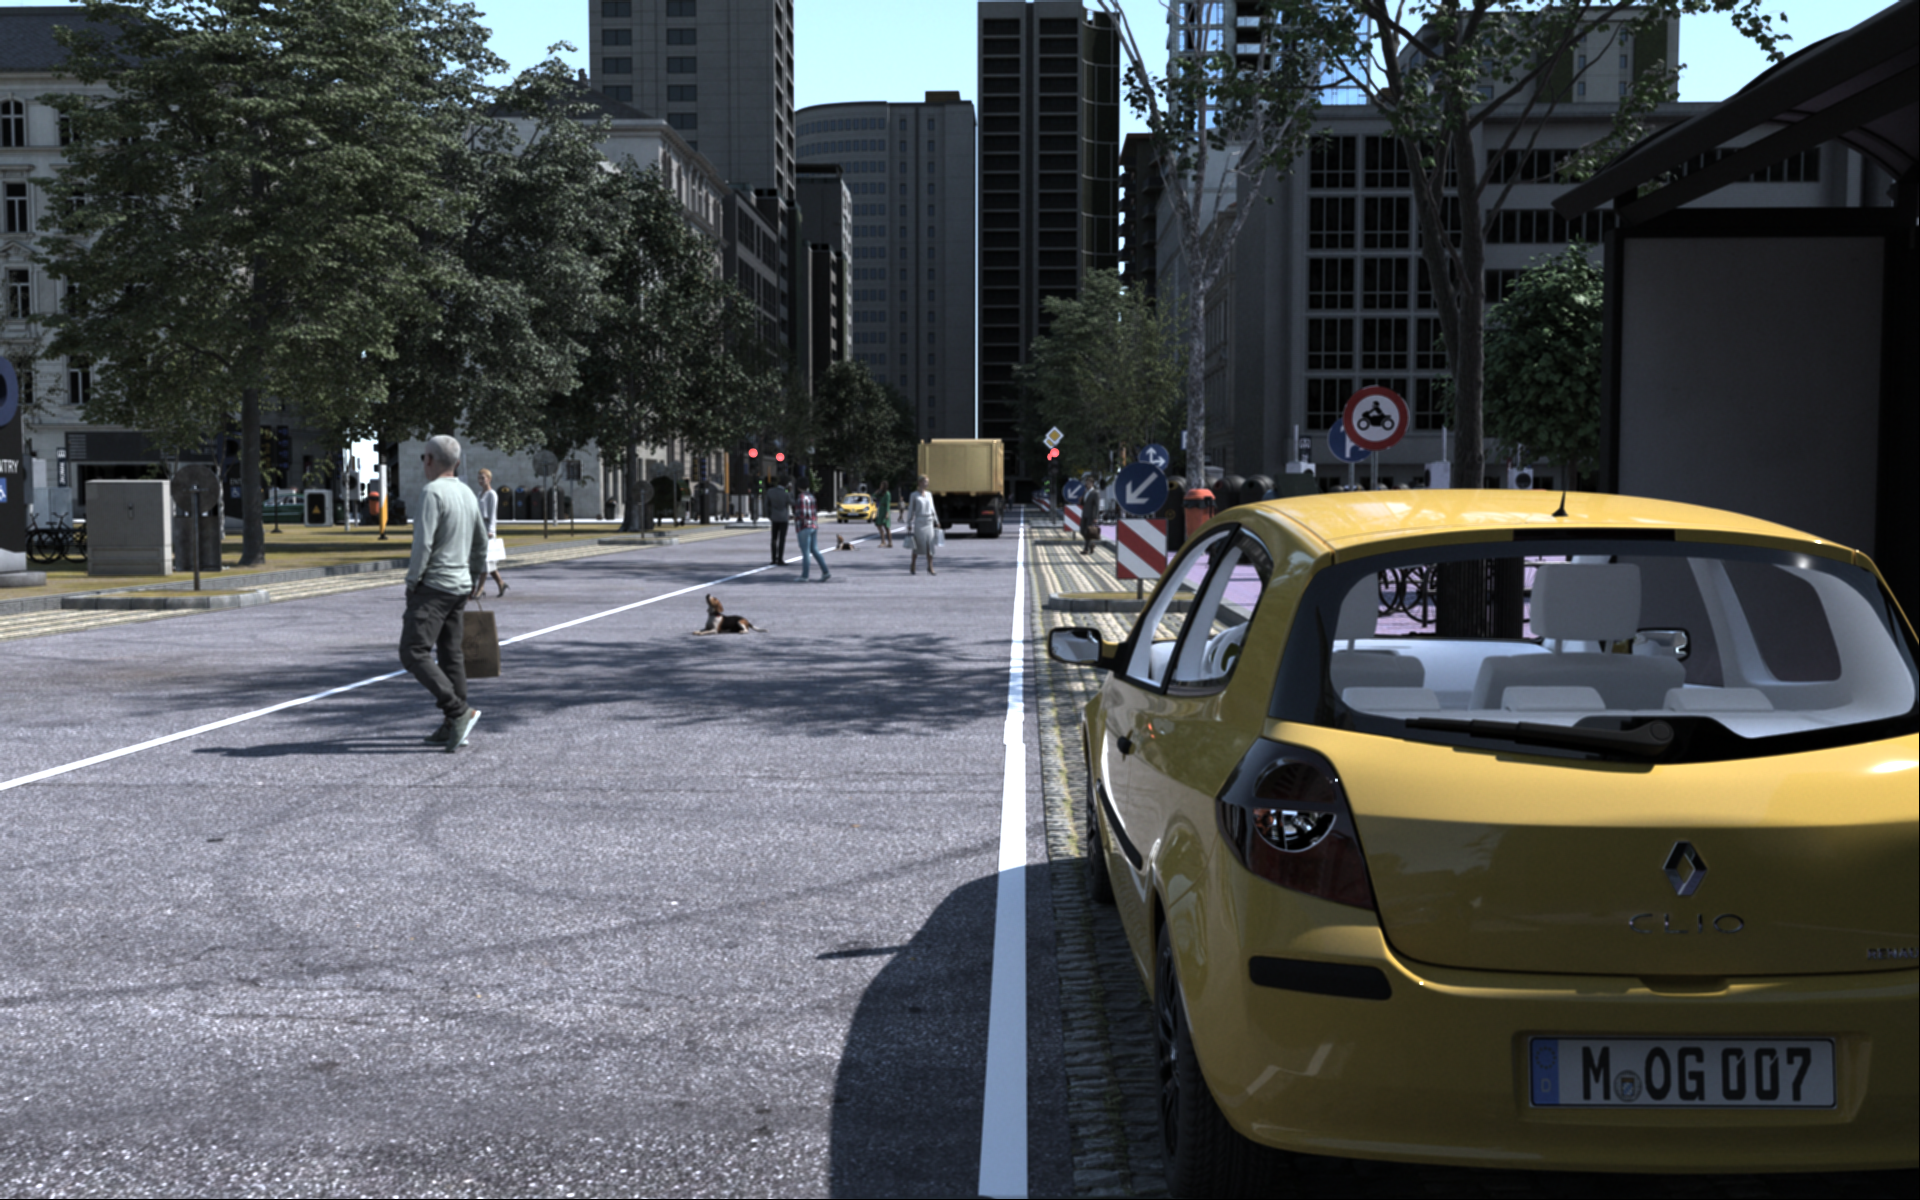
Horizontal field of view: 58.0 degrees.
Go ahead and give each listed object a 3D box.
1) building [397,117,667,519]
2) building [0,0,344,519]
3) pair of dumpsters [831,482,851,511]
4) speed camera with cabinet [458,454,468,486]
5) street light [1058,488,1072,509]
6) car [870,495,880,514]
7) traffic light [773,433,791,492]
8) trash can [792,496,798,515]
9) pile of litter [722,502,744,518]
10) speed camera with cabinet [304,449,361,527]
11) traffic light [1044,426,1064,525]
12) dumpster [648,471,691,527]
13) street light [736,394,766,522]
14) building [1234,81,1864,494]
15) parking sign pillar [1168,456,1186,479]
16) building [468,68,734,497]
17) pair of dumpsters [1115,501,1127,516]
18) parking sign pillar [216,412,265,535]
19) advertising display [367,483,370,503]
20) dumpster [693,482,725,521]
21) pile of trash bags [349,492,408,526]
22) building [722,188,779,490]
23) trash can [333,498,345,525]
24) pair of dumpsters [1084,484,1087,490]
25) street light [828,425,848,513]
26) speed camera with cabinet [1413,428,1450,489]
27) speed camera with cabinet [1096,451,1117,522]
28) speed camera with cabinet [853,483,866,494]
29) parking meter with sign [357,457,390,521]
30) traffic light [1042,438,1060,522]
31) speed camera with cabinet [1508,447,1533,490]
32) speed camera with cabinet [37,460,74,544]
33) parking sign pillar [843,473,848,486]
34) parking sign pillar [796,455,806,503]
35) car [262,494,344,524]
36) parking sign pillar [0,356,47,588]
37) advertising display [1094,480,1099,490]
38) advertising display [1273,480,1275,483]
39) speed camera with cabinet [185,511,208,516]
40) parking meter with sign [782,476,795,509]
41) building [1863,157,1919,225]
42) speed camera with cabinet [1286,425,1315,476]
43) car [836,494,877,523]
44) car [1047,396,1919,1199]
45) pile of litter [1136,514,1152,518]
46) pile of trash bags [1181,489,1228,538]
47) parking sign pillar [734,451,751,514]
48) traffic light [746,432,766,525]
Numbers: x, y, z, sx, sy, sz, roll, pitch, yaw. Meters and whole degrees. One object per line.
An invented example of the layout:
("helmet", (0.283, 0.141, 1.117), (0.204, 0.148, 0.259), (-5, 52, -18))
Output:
("building", (-23.292, -14.793, 96.615), (10.420, 20.320, 16.860), (0, 4, 2))
("building", (-58.733, -19.568, 96.349), (44.131, 29.872, 17.030), (0, 4, 2))
("pair of dumpsters", (-9.308, -7.977, 132.921), (1.574, 2.255, 4.437), (0, 4, 2))
("speed camera with cabinet", (-24.989, -5.637, 86.507), (0.660, 3.252, 2.038), (-1, 4, -21))
("street light", (6.954, -8.791, 116.276), (1.470, 5.913, 1.316), (0, 4, 2))
("car", (-6.565, -6.774, 123.335), (1.945, 1.354, 3.894), (0, 4, 4))
("traffic light", (-8.232, -5.566, 79.922), (0.839, 4.253, 0.868), (0, 4, 2))
("trash can", (-9.936, -5.746, 105.597), (0.748, 1.137, 0.748), (0, 3, 0))
("pile of litter", (-12.250, -4.904, 94.149), (1.176, 0.858, 1.719), (3, 4, 37))
("speed camera with cabinet", (-24.435, -4.469, 67.409), (2.038, 3.252, 0.660), (-1, 4, -11))
("traffic light", (3.882, -5.051, 71.510), (0.839, 4.253, 0.868), (0, 4, 2))
("dumpster", (-11.567, -4.038, 68.515), (1.502, 2.255, 1.985), (0, 4, 2))
("street light", (-9.632, -6.564, 79.864), (1.470, 5.913, 1.316), (0, 4, 2))
("building", (30.673, -16.772, 93.291), (30.058, 24.678, 14.314), (0, 4, 2))
("parking sign pillar", (13.424, -7.199, 106.174), (1.447, 3.967, 1.447), (-2, 4, -26))
("building", (-23.973, -20.148, 116.813), (14.401, 28.519, 23.554), (0, 4, 2))
("pair of dumpsters", (8.755, -5.704, 95.751), (1.574, 2.255, 4.437), (0, 4, 2))
("parking sign pillar", (-22.660, -4.034, 54.427), (1.447, 3.967, 1.447), (1, 4, 12))
("advertising display", (-33.761, -5.763, 99.435), (0.123, 1.923, 0.974), (0, 4, 6))
("dumpster", (-11.960, -4.686, 82.373), (1.264, 1.857, 1.865), (0, 4, 2))
("pile of trash bags", (-23.503, -3.702, 70.286), (1.912, 1.369, 3.447), (-1, 4, -9))
("building", (-23.286, -21.227, 140.566), (14.314, 27.812, 24.014), (0, 4, 2))
("trash can", (-25.467, -3.644, 71.230), (0.748, 1.137, 0.748), (0, 3, 0))
("pair of dumpsters", (7.661, -6.021, 100.942), (1.574, 2.255, 4.437), (0, 4, 2))
("street light", (-8.278, -8.850, 117.233), (1.470, 5.913, 1.316), (0, 4, 2))
("speed camera with cabinet", (13.540, -3.396, 49.868), (0.660, 3.252, 2.038), (0, 4, 0))
("speed camera with cabinet", (6.402, -5.201, 79.376), (0.660, 3.252, 2.038), (-2, 4, -27))
("speed camera with cabinet", (-9.356, -9.823, 154.946), (2.038, 3.252, 0.660), (-3, 4, -38))
("parking meter with sign", (-27.698, -5.269, 82.403), (1.738, 3.016, 0.543), (-1, 4, -9))
("traffic light", (4.172, -5.539, 79.490), (0.839, 4.253, 0.868), (0, 4, 2))
("speed camera with cabinet", (18.615, -3.992, 59.612), (2.038, 3.252, 0.660), (0, 4, -4))
("speed camera with cabinet", (-22.984, -3.000, 43.380), (2.038, 3.252, 0.660), (3, 4, 38))
("parking sign pillar", (-9.709, -9.846, 149.460), (1.447, 3.967, 1.447), (1, 4, 11))
("parking sign pillar", (-10.657, -7.896, 117.564), (1.447, 3.967, 1.447), (1, 4, 20))
("car", (-29.620, -3.944, 76.280), (4.920, 1.459, 2.131), (0, 4, 2))
("parking sign pillar", (-13.513, -2.171, 23.961), (1.447, 3.967, 1.447), (0, 4, -1))
("advertising display", (6.412, -4.692, 81.936), (0.123, 1.923, 0.974), (-2, 4, -30))
("advertising display", (14.824, -4.656, 81.343), (0.974, 1.923, 0.123), (0, 4, 1))
("speed camera with cabinet", (-36.970, -5.552, 85.118), (2.038, 3.252, 0.660), (-1, 4, -15))
("parking meter with sign", (-14.592, -9.336, 148.902), (1.738, 3.016, 0.543), (-2, 4, -30))
("building", (55.573, -16.649, 90.226), (19.932, 24.808, 12.078), (0, 4, 2))
("speed camera with cabinet", (9.205, -3.340, 48.943), (2.038, 3.252, 0.660), (-3, 5, -42))
("car", (-5.121, -4.657, 86.360), (2.015, 1.641, 3.980), (0, 4, 3))
("car", (1.273, 0.326, 4.896), (2.015, 1.641, 3.980), (0, 4, 1))
("pile of litter", (9.341, -4.737, 91.408), (1.719, 0.858, 1.176), (0, 4, 4))
("pile of trash bags", (5.281, -1.322, 31.360), (3.447, 1.369, 1.912), (-3, 5, -41))
("parking sign pillar", (-13.913, -7.439, 110.106), (1.447, 3.967, 1.447), (-2, 4, -30))
("traffic light", (-8.522, -5.078, 71.942), (0.839, 4.253, 0.868), (0, 4, 2))
